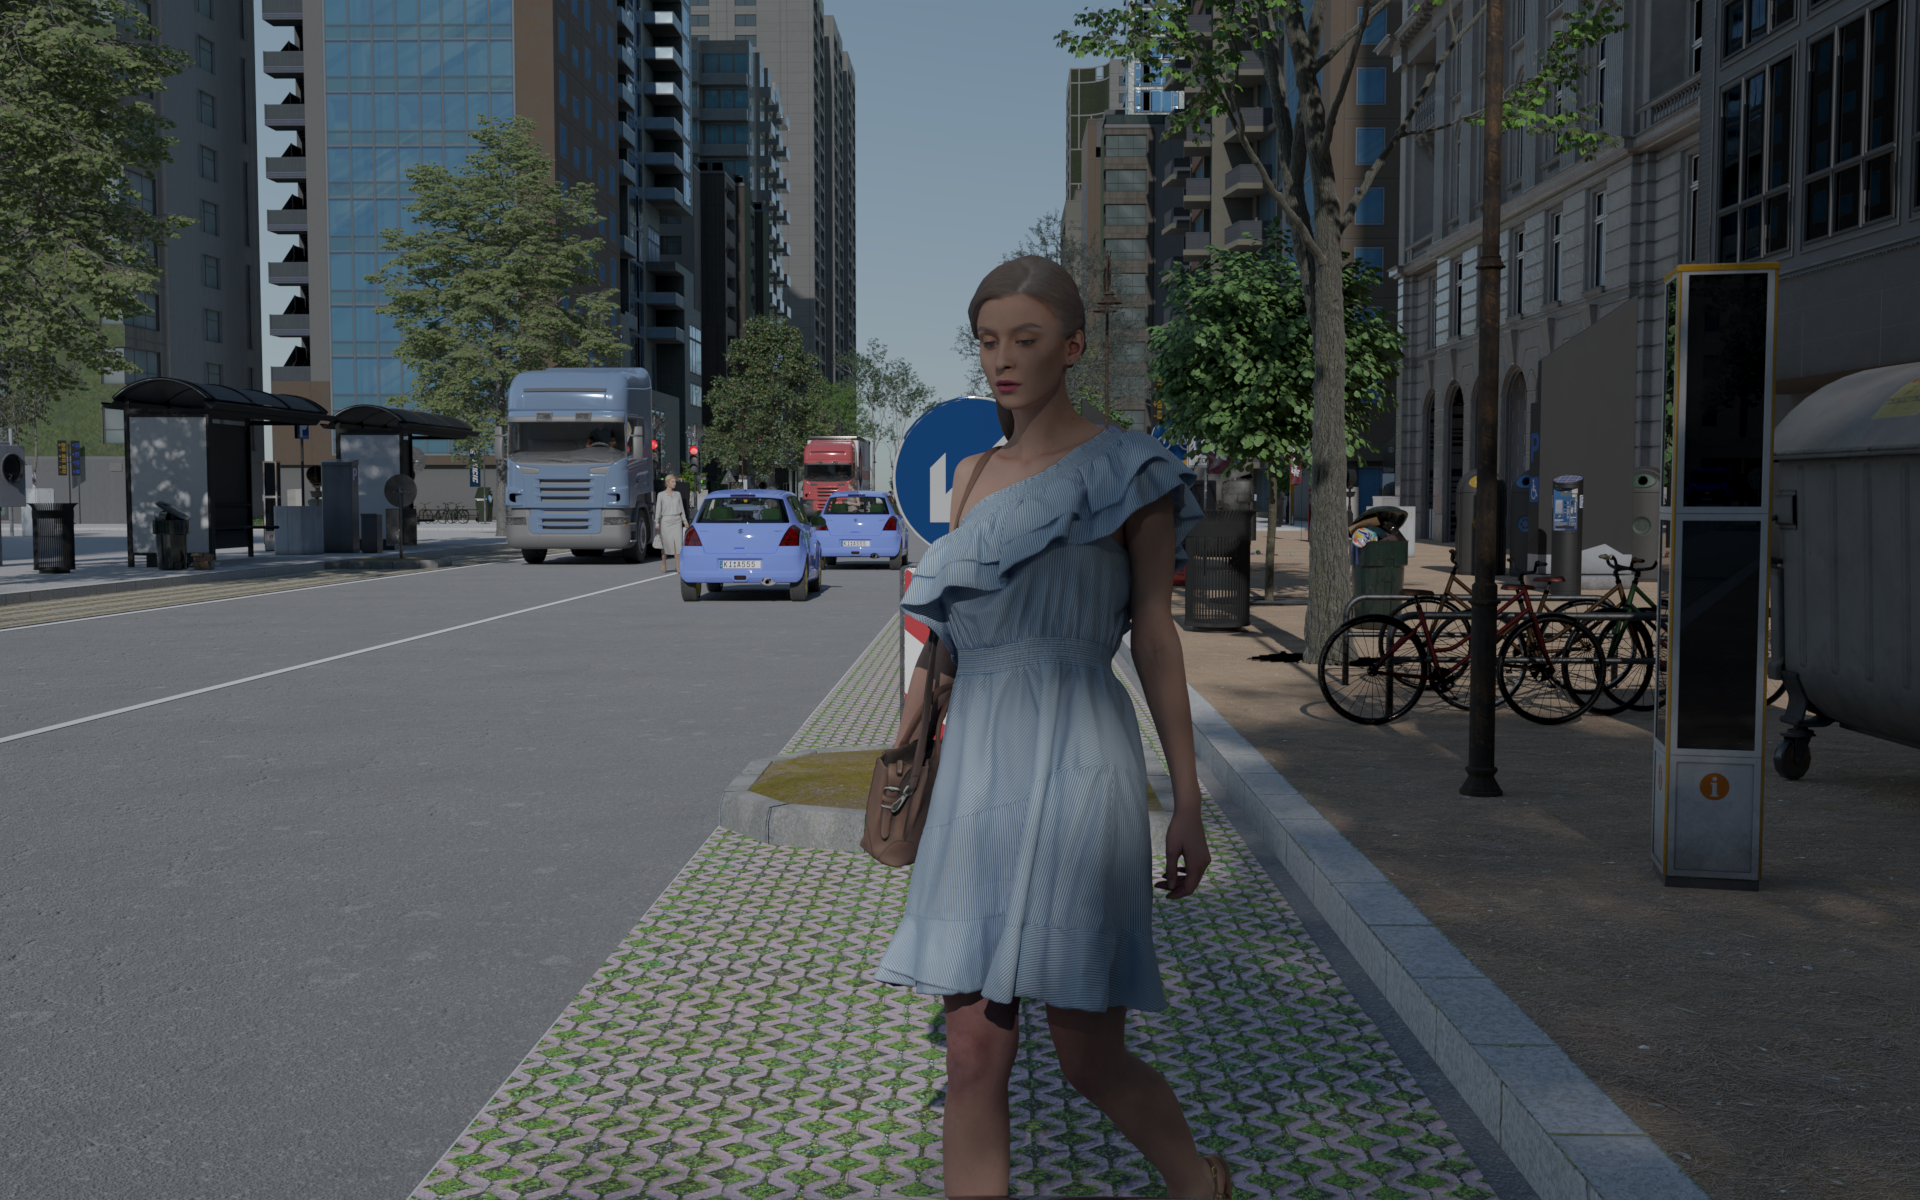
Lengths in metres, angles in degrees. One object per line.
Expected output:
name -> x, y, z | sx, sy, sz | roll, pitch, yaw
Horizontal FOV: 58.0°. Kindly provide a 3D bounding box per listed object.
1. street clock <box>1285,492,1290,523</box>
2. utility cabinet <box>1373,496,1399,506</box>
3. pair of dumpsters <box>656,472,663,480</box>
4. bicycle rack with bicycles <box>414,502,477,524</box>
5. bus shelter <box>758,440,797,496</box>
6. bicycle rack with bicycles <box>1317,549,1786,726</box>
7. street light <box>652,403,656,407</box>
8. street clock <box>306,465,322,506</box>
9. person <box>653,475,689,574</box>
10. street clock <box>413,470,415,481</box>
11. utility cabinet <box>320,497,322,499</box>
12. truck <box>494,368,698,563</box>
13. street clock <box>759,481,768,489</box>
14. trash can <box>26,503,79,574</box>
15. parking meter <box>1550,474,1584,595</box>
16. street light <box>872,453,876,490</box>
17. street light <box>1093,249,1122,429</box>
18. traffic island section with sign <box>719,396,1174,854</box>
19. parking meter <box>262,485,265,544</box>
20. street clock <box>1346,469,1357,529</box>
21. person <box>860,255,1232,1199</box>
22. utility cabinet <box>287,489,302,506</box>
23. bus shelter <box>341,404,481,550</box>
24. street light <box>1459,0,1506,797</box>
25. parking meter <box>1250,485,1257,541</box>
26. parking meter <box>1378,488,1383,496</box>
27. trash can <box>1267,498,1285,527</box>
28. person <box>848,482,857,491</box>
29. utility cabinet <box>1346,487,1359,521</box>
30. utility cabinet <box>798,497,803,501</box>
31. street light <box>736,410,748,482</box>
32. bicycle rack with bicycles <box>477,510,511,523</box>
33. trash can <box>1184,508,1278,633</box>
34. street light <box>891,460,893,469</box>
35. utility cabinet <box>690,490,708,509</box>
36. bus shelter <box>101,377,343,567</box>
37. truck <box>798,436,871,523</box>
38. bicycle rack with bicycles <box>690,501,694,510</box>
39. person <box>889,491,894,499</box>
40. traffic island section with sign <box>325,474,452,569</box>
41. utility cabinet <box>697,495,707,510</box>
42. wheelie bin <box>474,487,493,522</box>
street clock -> 14.523, -4.410, 76.666 | 0.471, 2.002, 0.358 | 1, 4, 19
utility cabinet -> 13.436, -2.637, 54.272 | 0.306, 1.237, 1.020 | -3, 5, -40
pair of dumpsters -> -13.263, -4.432, 74.959 | 1.574, 2.255, 4.437 | 0, 4, 1
bicycle rack with bicycles -> -22.266, -3.794, 75.406 | 2.925, 0.926, 2.852 | 3, 4, 36
bus shelter -> -12.592, -8.728, 120.333 | 2.179, 5.291, 8.768 | 0, 4, 1
bicycle rack with bicycles -> 3.538, 0.176, 10.502 | 2.925, 0.926, 2.852 | 0, 4, 6
street light -> -12.364, -5.846, 68.368 | 0.468, 5.910, 1.993 | 0, 4, 1
street clock -> -15.996, -2.357, 43.109 | 0.471, 2.002, 0.358 | -1, 4, -14
person -> -5.193, -1.370, 31.254 | 0.694, 1.780, 0.624 | -1, 4, -13
street clock -> -14.422, -2.478, 45.080 | 0.471, 2.002, 0.358 | -1, 4, -11
utility cabinet -> -19.650, -2.631, 54.177 | 0.306, 1.237, 1.020 | 2, 4, 27
truck -> -7.625, -3.242, 42.769 | 2.967, 4.110, 18.799 | 0, 4, 1
street clock -> -11.316, -5.815, 99.642 | 0.471, 2.002, 0.358 | 1, 4, 15
trash can -> -14.643, -0.999, 27.983 | 0.748, 1.137, 0.748 | 0, 3, 0
parking meter -> 7.742, -0.837, 22.093 | 0.372, 1.533, 0.369 | 0, 3, 0
street light -> -9.651, -13.648, 195.938 | 0.468, 5.910, 1.993 | 0, 4, 1
street light -> 2.789, -3.678, 32.925 | 0.468, 5.910, 1.993 | 0, 4, 1
traffic island section with sign -> -0.031, 0.050, 7.807 | 1.989, 1.847, 2.006 | 0, 4, 1
parking meter -> -17.667, -2.201, 44.403 | 0.372, 1.533, 0.369 | 0, 3, 0
street clock -> 11.444, -2.831, 50.864 | 0.358, 2.002, 0.471 | -1, 4, -10
person -> 0.130, 0.349, 2.889 | 0.778, 1.811, 0.616 | -3, 5, -44
utility cabinet -> -28.984, -4.082, 75.425 | 0.318, 1.500, 1.173 | -3, 4, -36
bus shelter -> -13.377, -2.931, 41.851 | 2.014, 3.302, 5.546 | 0, 4, 1
street light -> 2.228, -2.107, 7.229 | 0.468, 5.910, 1.993 | 0, 4, 1
parking meter -> 7.974, -2.401, 47.671 | 0.372, 1.533, 0.369 | 0, 3, 0
parking meter -> 17.267, -3.812, 70.738 | 0.372, 1.533, 0.369 | 0, 3, 0
trash can -> 12.275, -3.407, 67.357 | 0.748, 1.137, 0.748 | 0, 3, 0
person -> -3.110, -2.457, 49.015 | 0.374, 1.781, 0.599 | -3, 5, -40
utility cabinet -> 12.023, -2.820, 54.788 | 1.173, 1.500, 0.318 | -1, 4, -22
utility cabinet -> -12.673, -7.561, 134.791 | 0.306, 1.237, 1.020 | 3, 4, 36
street light -> -11.818, -7.418, 94.064 | 0.468, 5.910, 1.993 | 0, 4, 1
bicycle rack with bicycles -> -13.400, -2.521, 54.606 | 2.852, 0.926, 2.925 | 0, 4, -4
trash can -> 2.401, -0.274, 16.138 | 0.748, 1.137, 0.748 | 0, 3, 0
street light -> -8.961, -15.652, 228.690 | 0.468, 5.910, 1.993 | 0, 4, 1
utility cabinet -> -14.120, -5.149, 92.872 | 1.173, 1.500, 0.318 | -3, 4, -36
bus shelter -> -13.783, -2.374, 32.735 | 2.014, 3.302, 5.546 | 0, 4, 1
truck -> -6.049, -5.905, 85.454 | 2.839, 4.237, 11.283 | 0, 4, 1
bicycle rack with bicycles -> -13.267, -4.543, 87.663 | 2.925, 0.926, 2.852 | -1, 4, -12
person -> -7.169, -10.491, 180.709 | 0.721, 1.739, 1.217 | -2, 4, -25
traffic island section with sign -> -11.060, -1.539, 33.795 | 1.989, 1.847, 2.006 | 0, 4, 1
utility cabinet -> -12.027, -4.371, 82.634 | 1.020, 1.237, 0.306 | 0, 4, 7
wheelie bin -> -21.846, -4.377, 79.476 | 0.980, 1.594, 0.693 | 1, 4, 13
